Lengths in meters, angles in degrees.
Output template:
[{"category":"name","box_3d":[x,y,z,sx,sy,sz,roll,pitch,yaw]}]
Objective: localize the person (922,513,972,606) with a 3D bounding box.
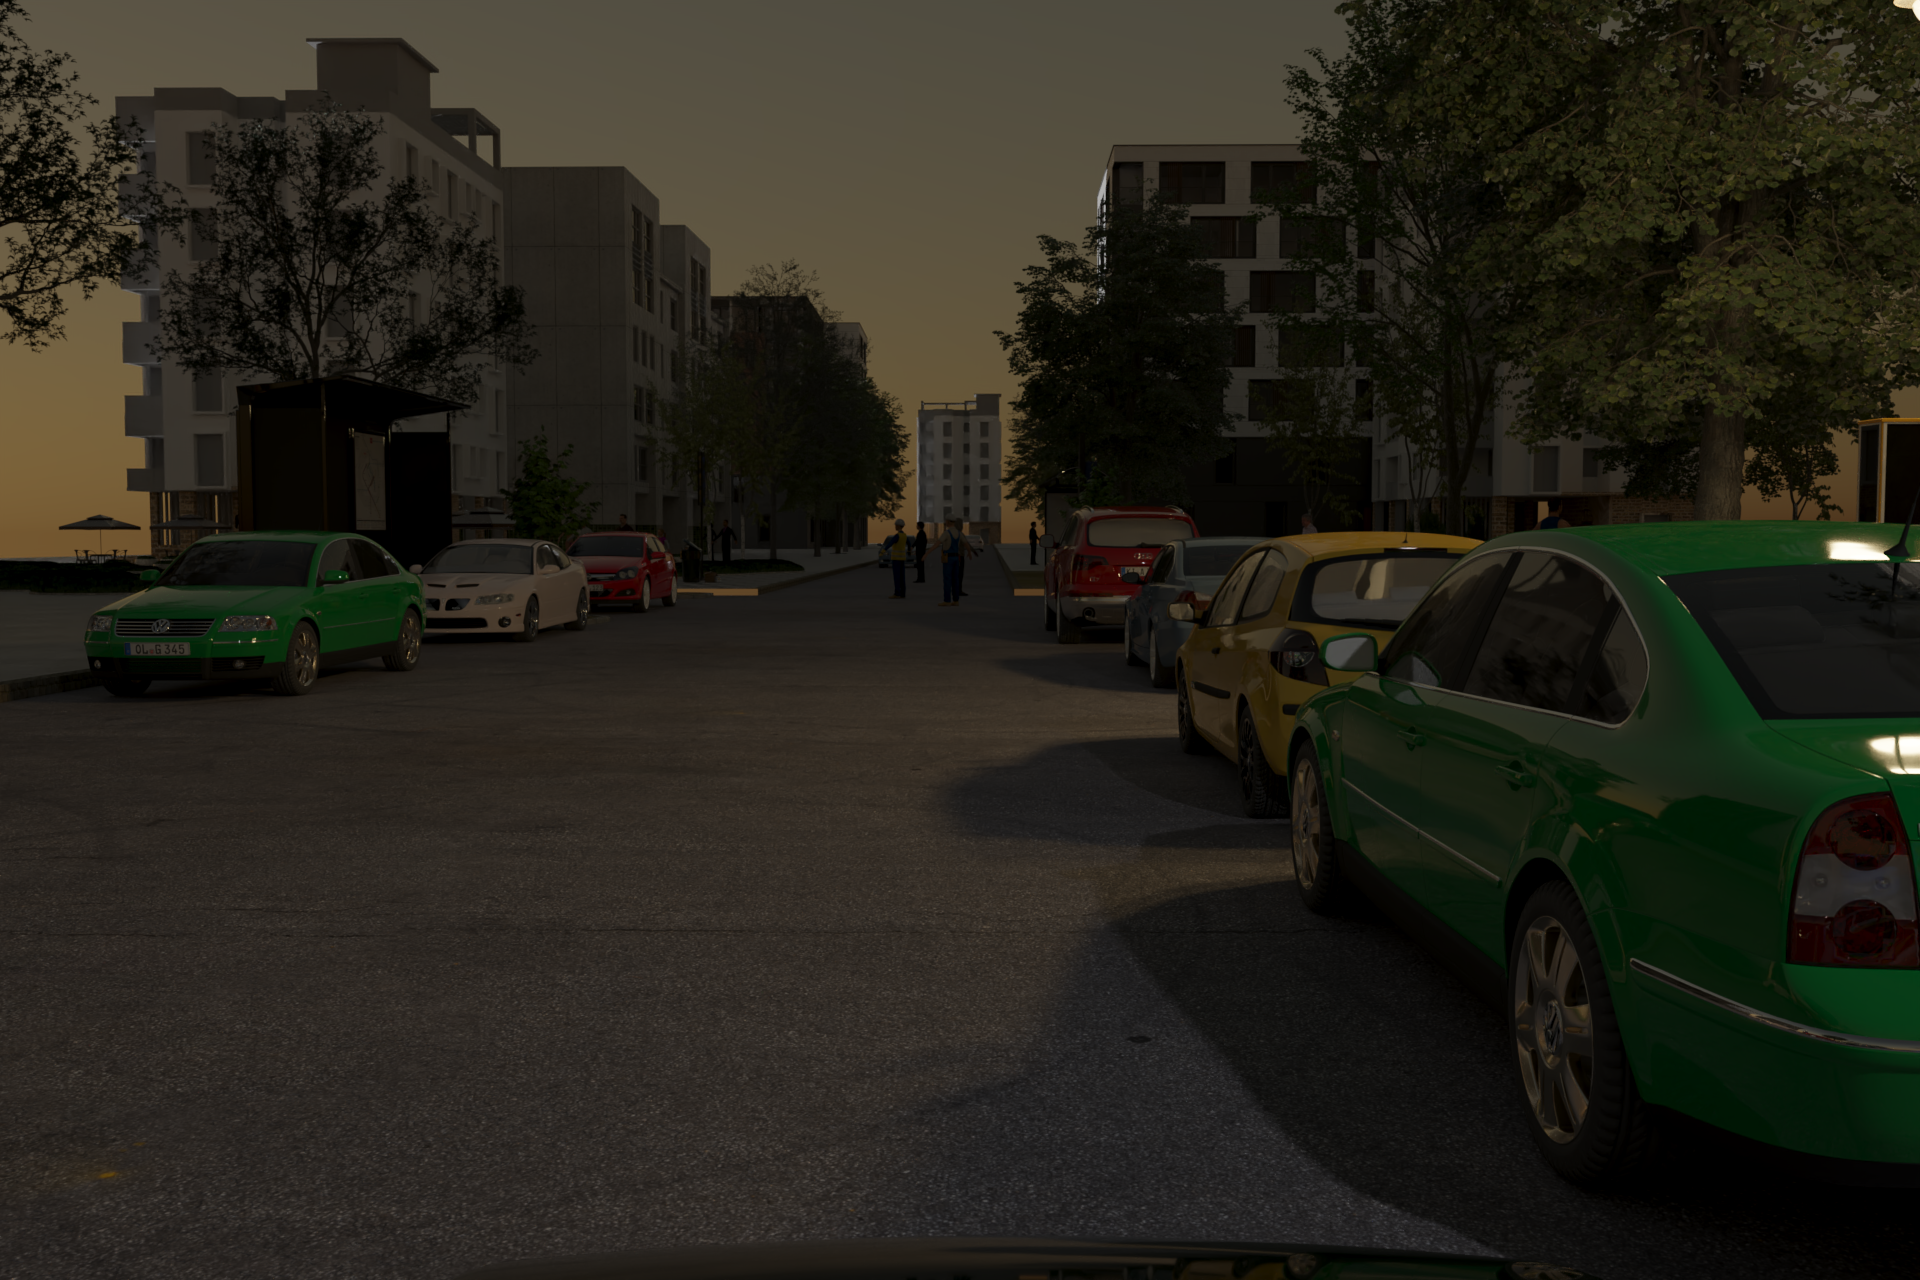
[{"category":"person","box_3d":[-0.204,-1.597,34.419,1.347,1.847,0.705,-3,5,-44]}]

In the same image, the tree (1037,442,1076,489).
[{"category":"tree","box_3d":[7.582,-10.854,127.827,4.360,8.622,3.978,0,3,0]}]

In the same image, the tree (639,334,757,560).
[{"category":"tree","box_3d":[-9.345,-6.880,62.850,4.737,8.622,4.395,0,3,0]}]

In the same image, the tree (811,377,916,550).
[{"category":"tree","box_3d":[-8.415,-14.244,139.539,9.857,13.997,8.962,0,3,0]}]

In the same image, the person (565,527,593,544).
[{"category":"person","box_3d":[-13.816,-3.509,63.558,1.347,1.806,0.705,0,4,6]}]

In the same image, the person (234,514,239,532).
[{"category":"person","box_3d":[-14.221,-1.703,34.676,0.721,1.735,1.217,-2,4,-26]}]

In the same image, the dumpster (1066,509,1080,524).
[{"category":"dumpster","box_3d":[2.681,-1.279,29.134,1.865,1.857,1.264,0,4,1]}]

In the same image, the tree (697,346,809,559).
[{"category":"tree","box_3d":[-8.300,-7.190,67.923,4.737,8.622,4.395,0,3,0]}]

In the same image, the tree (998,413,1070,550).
[{"category":"tree","box_3d":[6.972,-13.603,140.540,7.486,12.596,7.792,0,3,0]}]

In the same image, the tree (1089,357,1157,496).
[{"category":"tree","box_3d":[6.788,-7.505,73.075,4.737,8.622,4.395,0,3,0]}]

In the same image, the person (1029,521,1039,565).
[{"category":"person","box_3d":[3.096,-4.040,72.241,0.705,1.806,1.347,1,4,20]}]

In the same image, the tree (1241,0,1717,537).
[{"category":"tree","box_3d":[9.134,-6.450,31.216,9.928,11.665,9.643,0,3,0]}]

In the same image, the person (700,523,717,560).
[{"category":"person","box_3d":[-10.111,-3.852,69.709,0.721,1.740,1.216,2,4,23]}]

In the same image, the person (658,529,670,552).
[{"category":"person","box_3d":[-8.369,-2.381,48.191,0.991,1.433,0.599,3,5,44]}]

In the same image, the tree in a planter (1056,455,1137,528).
[{"category":"tree in a planter","box_3d":[3.072,-2.561,39.099,1.991,3.239,1.994,0,4,0]}]

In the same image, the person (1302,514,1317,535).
[{"category":"person","box_3d":[7.342,-1.822,36.777,0.436,1.711,0.756,0,4,-6]}]

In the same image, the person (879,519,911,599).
[{"category":"person","box_3d":[-1.424,-1.813,38.557,0.721,1.772,1.216,2,4,31]}]

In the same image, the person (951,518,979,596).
[{"category":"person","box_3d":[-0.018,-1.937,40.262,0.705,1.813,1.348,-2,4,-32]}]

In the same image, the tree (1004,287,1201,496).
[{"category":"tree","box_3d":[7.166,-10.612,83.882,12.009,13.543,11.850,0,3,0]}]

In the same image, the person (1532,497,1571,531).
[{"category":"person","box_3d":[8.436,-1.124,24.552,0.704,1.807,1.345,-2,4,-35]}]

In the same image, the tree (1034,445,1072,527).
[{"category":"tree","box_3d":[7.517,-11.177,133.106,4.737,8.622,4.395,0,3,0]}]

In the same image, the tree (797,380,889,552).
[{"category":"tree","box_3d":[-8.487,-12.559,123.464,7.486,12.596,7.792,0,3,0]}]

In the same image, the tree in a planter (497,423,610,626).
[{"category":"tree in a planter","box_3d":[-6.753,-1.877,27.913,1.991,3.239,1.994,0,4,2]}]

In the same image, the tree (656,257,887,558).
[{"category":"tree","box_3d":[-8.290,-10.196,77.074,12.009,13.543,11.850,0,3,0]}]

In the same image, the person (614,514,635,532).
[{"category":"person","box_3d":[-8.895,-2.419,45.681,1.346,1.812,0.704,2,4,30]}]

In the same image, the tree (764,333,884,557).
[{"category":"tree","box_3d":[-7.774,-10.966,97.418,7.486,12.596,7.792,0,3,0]}]

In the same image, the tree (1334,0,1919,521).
[{"category":"tree","box_3d":[8.599,-6.899,19.446,9.857,13.997,8.962,0,3,0]}]

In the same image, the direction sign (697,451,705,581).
[{"category":"direction sign","box_3d":[-7.138,-3.416,47.853,0.379,3.537,0.876,0,4,3]}]

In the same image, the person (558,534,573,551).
[{"category":"person","box_3d":[-15.436,-3.782,68.645,0.721,1.733,1.217,3,5,44]}]

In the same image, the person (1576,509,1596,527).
[{"category":"person","box_3d":[11.122,-1.473,30.885,1.215,1.729,0.721,0,4,2]}]

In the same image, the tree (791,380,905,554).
[{"category":"tree","box_3d":[-7.767,-11.410,112.306,9.928,11.665,9.643,0,3,0]}]

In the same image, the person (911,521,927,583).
[{"category":"person","box_3d":[-1.191,-2.588,50.960,0.705,1.806,1.347,1,4,17]}]

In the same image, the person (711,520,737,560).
[{"category":"person","box_3d":[-8.477,-3.448,62.602,1.346,1.802,0.704,3,5,39]}]

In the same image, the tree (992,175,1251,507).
[{"category":"tree","box_3d":[6.045,-9.601,63.624,9.857,13.997,8.962,0,3,0]}]
